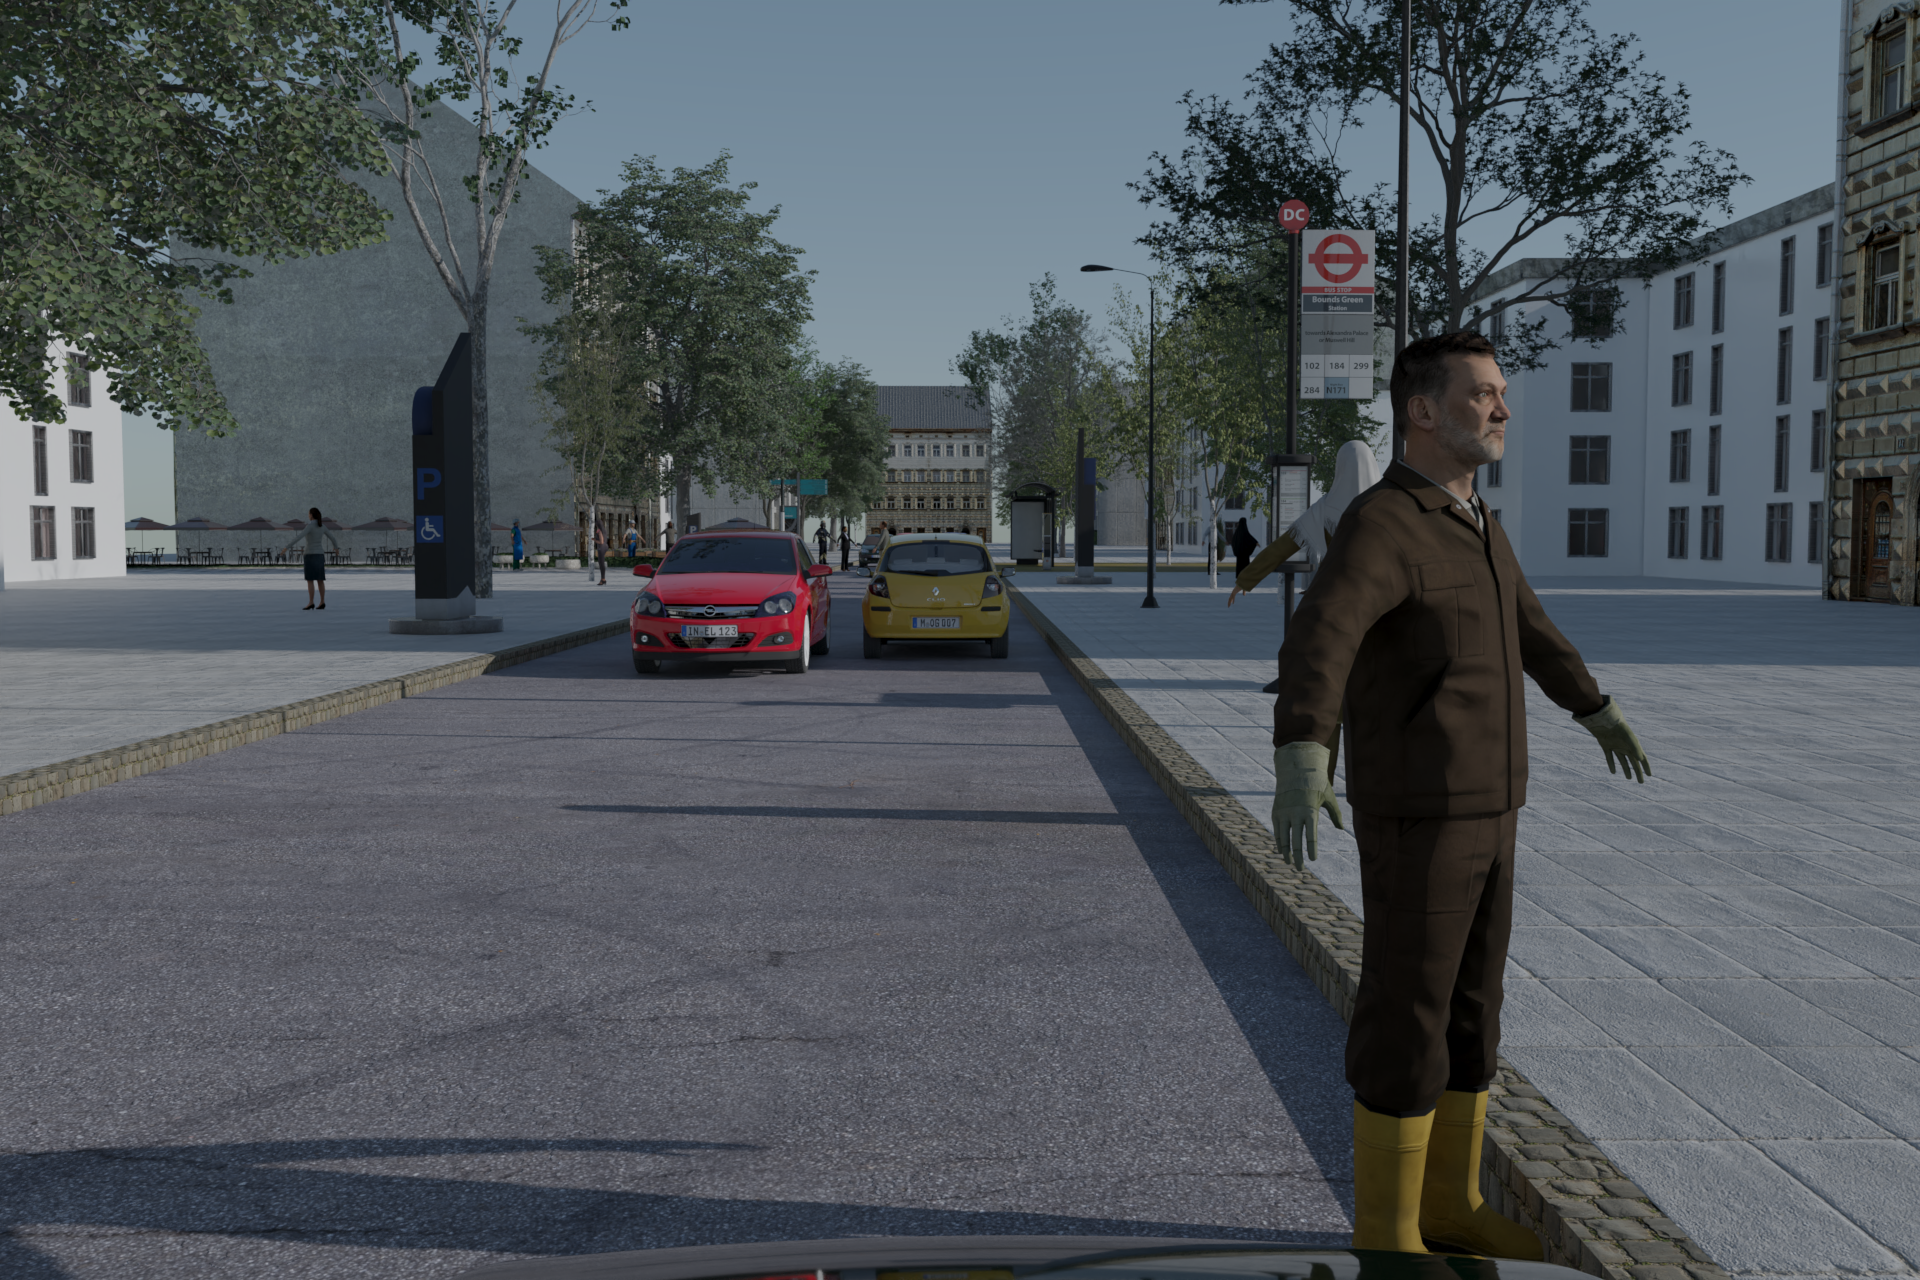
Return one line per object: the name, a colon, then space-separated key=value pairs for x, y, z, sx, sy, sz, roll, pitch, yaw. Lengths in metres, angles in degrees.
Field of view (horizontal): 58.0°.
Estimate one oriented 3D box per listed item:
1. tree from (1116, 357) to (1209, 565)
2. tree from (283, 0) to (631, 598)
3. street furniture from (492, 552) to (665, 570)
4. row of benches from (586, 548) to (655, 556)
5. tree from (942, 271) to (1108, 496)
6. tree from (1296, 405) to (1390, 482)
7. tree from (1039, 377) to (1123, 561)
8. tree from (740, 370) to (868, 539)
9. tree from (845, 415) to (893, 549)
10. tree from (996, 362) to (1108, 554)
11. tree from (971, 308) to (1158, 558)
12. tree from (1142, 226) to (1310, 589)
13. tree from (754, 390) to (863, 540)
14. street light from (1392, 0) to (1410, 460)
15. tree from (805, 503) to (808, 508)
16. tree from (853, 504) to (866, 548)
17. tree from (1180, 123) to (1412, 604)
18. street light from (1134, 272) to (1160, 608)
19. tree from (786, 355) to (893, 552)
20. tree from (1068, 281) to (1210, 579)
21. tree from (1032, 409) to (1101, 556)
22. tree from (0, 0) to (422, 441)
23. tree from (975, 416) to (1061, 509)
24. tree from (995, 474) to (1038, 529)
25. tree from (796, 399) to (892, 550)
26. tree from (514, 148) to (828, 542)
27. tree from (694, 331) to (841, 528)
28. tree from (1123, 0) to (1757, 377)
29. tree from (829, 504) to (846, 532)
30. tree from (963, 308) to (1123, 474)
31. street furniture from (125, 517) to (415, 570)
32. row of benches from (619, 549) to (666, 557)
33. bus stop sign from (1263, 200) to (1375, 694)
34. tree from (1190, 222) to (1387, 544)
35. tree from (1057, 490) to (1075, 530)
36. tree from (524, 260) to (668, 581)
tree: x=8.726 y=-7.410 z=71.523 sx=4.360 sy=8.622 sz=3.978 roll=0 pitch=3 yaw=0
tree: x=-11.023 y=-10.923 z=34.487 sx=12.611 sy=20.169 sz=13.585 roll=0 pitch=3 yaw=0
street furniture: x=-12.716 y=-3.024 z=65.063 sx=10.072 sy=0.657 sz=5.734 roll=0 pitch=4 yaw=-6
row of benches: x=-14.795 y=-3.745 z=76.696 sx=1.422 sy=0.672 sz=4.104 roll=3 pitch=4 yaw=36
tree: x=5.090 y=-16.617 z=127.584 sx=12.611 sy=20.169 sz=13.585 roll=0 pitch=3 yaw=0
tree: x=16.200 y=-7.612 z=74.815 sx=4.737 sy=8.622 sz=4.395 roll=0 pitch=3 yaw=0
tree: x=5.581 y=-8.069 z=82.294 sx=4.737 sy=8.622 sz=4.395 roll=0 pitch=3 yaw=0
tree: x=-9.254 y=-10.077 z=99.168 sx=8.767 sy=10.594 sz=7.601 roll=0 pitch=4 yaw=5
tree: x=-9.394 y=-13.456 z=145.768 sx=9.928 sy=11.665 sz=9.643 roll=0 pitch=3 yaw=0
tree: x=6.146 y=-11.938 z=113.309 sx=7.486 sy=12.596 sz=7.792 roll=0 pitch=3 yaw=0
tree: x=5.683 y=-11.188 z=93.288 sx=12.009 sy=13.543 sz=11.850 roll=0 pitch=3 yaw=0
tree: x=6.053 y=-5.494 z=40.196 sx=4.737 sy=8.622 sz=4.395 roll=0 pitch=3 yaw=0
tree: x=-9.617 y=-10.647 z=108.487 sx=7.601 sy=10.594 sz=8.767 roll=-1 pitch=4 yaw=-16
street light: x=3.404 y=-2.365 z=11.209 sx=1.470 sy=5.913 sz=1.316 roll=0 pitch=3 yaw=0
tree: x=-25.744 y=-21.118 z=251.941 sx=9.857 sy=13.997 sz=8.962 roll=0 pitch=3 yaw=0
tree: x=-9.336 y=-12.673 z=157.562 sx=4.360 sy=8.622 sz=3.978 roll=0 pitch=3 yaw=0
tree: x=5.892 y=-4.970 z=31.619 sx=4.360 sy=8.622 sz=3.978 roll=0 pitch=3 yaw=0
street light: x=3.853 y=-3.513 z=29.985 sx=1.470 sy=5.913 sz=1.316 roll=0 pitch=4 yaw=0
tree: x=-9.221 y=-13.358 z=125.061 sx=9.857 sy=13.997 sz=8.962 roll=0 pitch=3 yaw=0
tree: x=5.363 y=-6.074 z=49.680 sx=4.737 sy=8.622 sz=4.395 roll=0 pitch=3 yaw=0
tree: x=6.098 y=-9.361 z=103.406 sx=4.737 sy=8.622 sz=4.395 roll=0 pitch=3 yaw=0
tree: x=-9.461 y=-6.675 z=15.795 sx=9.857 sy=13.997 sz=8.962 roll=0 pitch=3 yaw=0
tree: x=6.396 y=-15.374 z=161.742 sx=12.009 sy=13.543 sz=11.850 roll=0 pitch=3 yaw=0
tree: x=8.901 y=-20.651 z=255.773 sx=7.486 sy=12.596 sz=7.792 roll=0 pitch=3 yaw=0
tree: x=-9.283 y=-13.327 z=136.029 sx=7.486 sy=12.596 sz=7.792 roll=0 pitch=3 yaw=0
tree: x=-9.210 y=-9.174 z=56.648 sx=9.857 sy=13.997 sz=8.962 roll=0 pitch=3 yaw=0
tree: x=-9.821 y=-9.937 z=88.224 sx=9.928 sy=11.665 sz=9.643 roll=0 pitch=3 yaw=0
tree: x=5.449 y=-5.266 z=20.519 sx=7.601 sy=10.594 sz=8.767 roll=-1 pitch=4 yaw=-17
tree: x=-16.802 y=-18.490 z=252.672 sx=4.360 sy=8.622 sz=3.978 roll=0 pitch=3 yaw=0
tree: x=6.864 y=-17.642 z=144.342 sx=12.611 sy=20.169 sz=13.585 roll=0 pitch=3 yaw=0
street furniture: x=-33.457 y=-3.731 z=66.038 sx=27.439 sy=1.986 sz=14.083 roll=1 pitch=4 yaw=14
row of benches: x=-12.553 y=-3.548 z=73.465 sx=4.104 sy=0.672 sz=1.422 roll=-2 pitch=4 yaw=-26
bus stop sign: x=2.885 y=-1.544 z=13.940 sx=0.855 sy=3.939 sz=0.416 roll=0 pitch=3 yaw=0
tree: x=11.282 y=-8.689 z=60.199 sx=7.486 sy=12.596 sz=7.792 roll=0 pitch=3 yaw=0
tree: x=17.139 y=-20.350 z=250.849 sx=7.486 sy=12.596 sz=7.792 roll=0 pitch=3 yaw=0
tree: x=-10.059 y=-5.894 z=46.735 sx=4.360 sy=8.622 sz=3.978 roll=0 pitch=3 yaw=0
